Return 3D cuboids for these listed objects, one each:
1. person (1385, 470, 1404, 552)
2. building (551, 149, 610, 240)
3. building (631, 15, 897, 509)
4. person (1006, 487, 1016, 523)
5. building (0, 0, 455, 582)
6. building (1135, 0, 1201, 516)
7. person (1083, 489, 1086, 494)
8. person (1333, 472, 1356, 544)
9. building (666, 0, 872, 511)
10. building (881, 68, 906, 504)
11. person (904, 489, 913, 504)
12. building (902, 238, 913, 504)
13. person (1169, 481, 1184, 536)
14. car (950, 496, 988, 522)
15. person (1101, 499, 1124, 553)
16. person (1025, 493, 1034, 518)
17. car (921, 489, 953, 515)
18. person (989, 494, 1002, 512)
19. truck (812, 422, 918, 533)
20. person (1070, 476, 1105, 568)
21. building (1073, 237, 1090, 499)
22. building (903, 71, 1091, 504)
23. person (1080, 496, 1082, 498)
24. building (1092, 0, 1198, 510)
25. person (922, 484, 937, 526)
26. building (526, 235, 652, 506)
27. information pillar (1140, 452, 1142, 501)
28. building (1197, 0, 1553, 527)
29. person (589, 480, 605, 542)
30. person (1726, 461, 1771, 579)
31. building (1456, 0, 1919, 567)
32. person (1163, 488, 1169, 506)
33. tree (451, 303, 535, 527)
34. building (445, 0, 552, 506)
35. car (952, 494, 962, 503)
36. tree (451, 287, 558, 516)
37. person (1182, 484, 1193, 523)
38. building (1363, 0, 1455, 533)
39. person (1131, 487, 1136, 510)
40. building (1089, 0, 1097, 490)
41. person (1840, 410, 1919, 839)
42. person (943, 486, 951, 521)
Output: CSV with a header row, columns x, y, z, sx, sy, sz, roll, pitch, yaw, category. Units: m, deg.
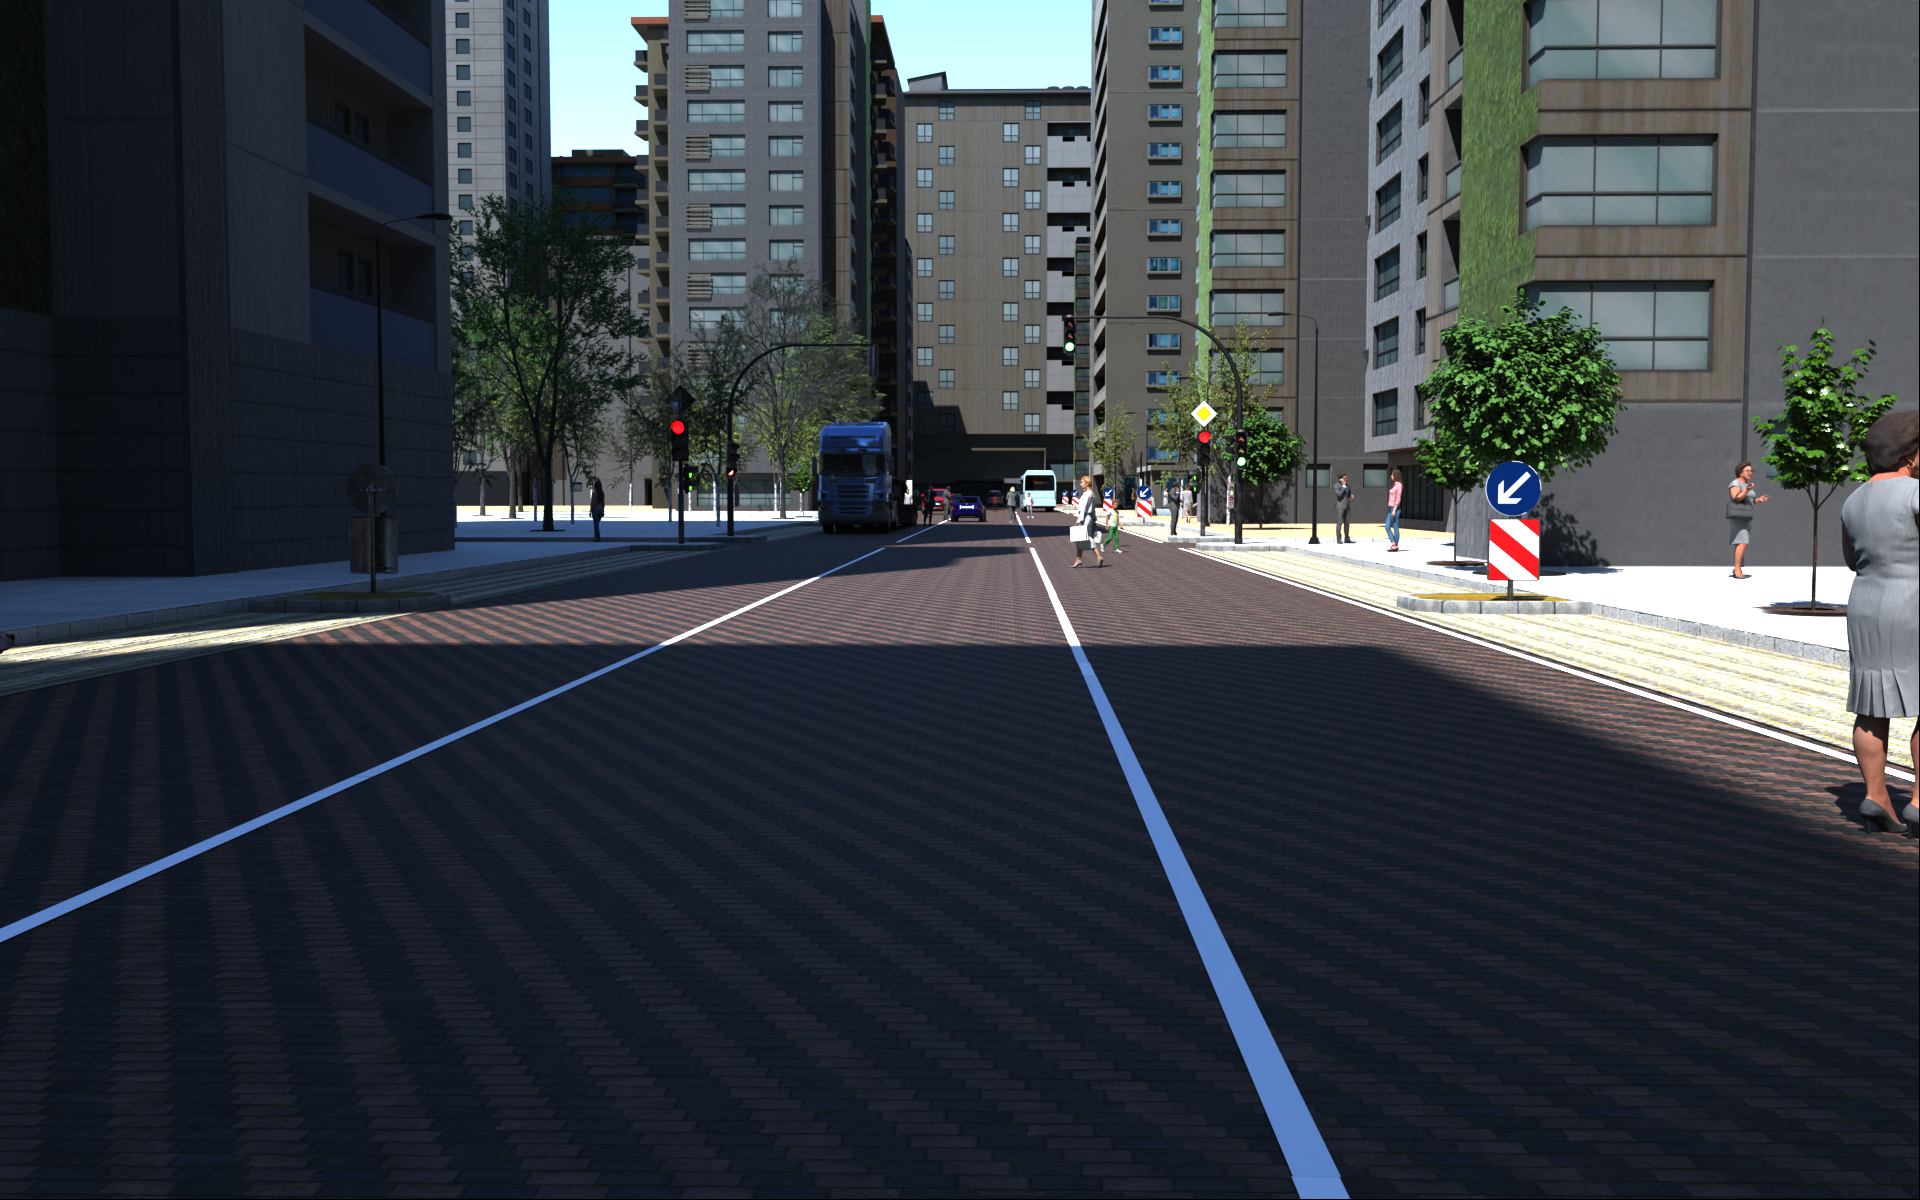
x,y,z,sx,sy,sz,roll,pitch,yaw,category
9.642,-1.983,38.480,0.388,1.821,0.555,0,4,-6,person
-46.403,-34.756,222.885,28.867,44.769,22.147,0,4,2,building
-17.294,-30.759,157.533,22.147,44.769,28.867,0,4,2,building
2.561,-4.769,86.651,0.537,1.800,0.526,-1,4,-10,person
-25.716,-30.085,33.894,28.212,58.520,21.231,0,4,2,building
27.595,-25.391,107.020,32.217,40.220,23.993,0,4,2,building
7.723,-6.016,107.214,0.624,1.780,0.694,2,4,24,person
9.956,-2.376,44.690,0.655,1.846,0.447,-2,4,-34,person
-14.416,-27.599,134.843,14.154,41.232,14.086,0,4,2,building
-12.983,-32.379,179.501,14.600,45.320,14.200,0,4,2,building
-3.151,-5.819,104.386,0.466,1.731,0.760,-3,5,-40,person
-12.425,-26.007,196.914,14.107,30.474,14.160,0,4,2,building
7.178,-2.999,57.341,0.447,1.846,0.655,1,4,20,person
0.451,-4.738,90.052,1.945,1.354,3.894,0,4,3,car
3.712,-1.807,42.298,0.590,1.304,0.306,3,4,38,person
4.192,-5.670,103.805,0.503,1.515,0.523,-1,4,-17,person
-1.581,-6.992,123.000,2.281,1.827,5.304,0,4,2,car
2.868,-7.887,140.711,1.065,1.426,0.557,0,4,1,person
-3.515,-4.927,70.322,2.967,4.110,18.799,0,4,2,truck
2.472,-1.510,33.536,0.624,1.780,0.694,3,4,36,person
19.821,-25.932,195.686,14.160,30.474,14.107,0,4,2,building
6.574,-38.870,224.758,27.495,52.752,28.713,0,4,2,building
7.428,-5.698,105.902,0.306,1.304,0.590,1,4,9,person
22.624,-32.079,148.193,21.300,48.544,21.600,0,4,2,building
-1.355,-4.279,77.818,0.648,1.900,0.474,-1,4,-12,person
-40.657,-26.050,197.626,14.107,30.474,14.160,0,4,2,building
9.984,-6.368,95.474,0.183,3.616,0.504,0,4,8,information pillar
18.003,-24.260,80.252,14.154,41.232,14.086,0,4,2,building
-10.371,-2.511,49.560,0.388,1.821,0.555,2,4,27,person
11.882,-1.212,26.219,0.716,1.782,0.532,-3,5,-39,person
17.268,-21.555,36.012,14.154,41.232,14.086,0,4,2,building
15.048,-7.298,125.939,0.524,1.755,0.480,2,4,34,person
-19.226,-7.079,66.109,4.360,8.622,3.978,0,3,0,tree
-58.085,-46.229,194.092,20.611,71.187,20.563,0,4,2,building
-0.496,-8.821,153.018,1.959,1.807,4.718,0,4,1,car
-28.025,-11.705,101.744,12.009,13.543,11.850,0,3,0,tree
10.098,-4.274,76.671,0.466,1.731,0.760,-1,4,-16,person
22.312,-17.583,59.191,14.107,30.474,14.160,0,4,2,building
13.657,-7.966,136.380,0.705,1.812,1.348,0,4,3,person
23.554,-38.606,173.201,21.231,58.520,28.212,0,4,2,building
4.047,0.101,7.207,0.532,1.782,0.716,-1,4,-16,person
-0.677,-5.203,93.376,0.447,1.846,0.655,-2,4,-24,person
